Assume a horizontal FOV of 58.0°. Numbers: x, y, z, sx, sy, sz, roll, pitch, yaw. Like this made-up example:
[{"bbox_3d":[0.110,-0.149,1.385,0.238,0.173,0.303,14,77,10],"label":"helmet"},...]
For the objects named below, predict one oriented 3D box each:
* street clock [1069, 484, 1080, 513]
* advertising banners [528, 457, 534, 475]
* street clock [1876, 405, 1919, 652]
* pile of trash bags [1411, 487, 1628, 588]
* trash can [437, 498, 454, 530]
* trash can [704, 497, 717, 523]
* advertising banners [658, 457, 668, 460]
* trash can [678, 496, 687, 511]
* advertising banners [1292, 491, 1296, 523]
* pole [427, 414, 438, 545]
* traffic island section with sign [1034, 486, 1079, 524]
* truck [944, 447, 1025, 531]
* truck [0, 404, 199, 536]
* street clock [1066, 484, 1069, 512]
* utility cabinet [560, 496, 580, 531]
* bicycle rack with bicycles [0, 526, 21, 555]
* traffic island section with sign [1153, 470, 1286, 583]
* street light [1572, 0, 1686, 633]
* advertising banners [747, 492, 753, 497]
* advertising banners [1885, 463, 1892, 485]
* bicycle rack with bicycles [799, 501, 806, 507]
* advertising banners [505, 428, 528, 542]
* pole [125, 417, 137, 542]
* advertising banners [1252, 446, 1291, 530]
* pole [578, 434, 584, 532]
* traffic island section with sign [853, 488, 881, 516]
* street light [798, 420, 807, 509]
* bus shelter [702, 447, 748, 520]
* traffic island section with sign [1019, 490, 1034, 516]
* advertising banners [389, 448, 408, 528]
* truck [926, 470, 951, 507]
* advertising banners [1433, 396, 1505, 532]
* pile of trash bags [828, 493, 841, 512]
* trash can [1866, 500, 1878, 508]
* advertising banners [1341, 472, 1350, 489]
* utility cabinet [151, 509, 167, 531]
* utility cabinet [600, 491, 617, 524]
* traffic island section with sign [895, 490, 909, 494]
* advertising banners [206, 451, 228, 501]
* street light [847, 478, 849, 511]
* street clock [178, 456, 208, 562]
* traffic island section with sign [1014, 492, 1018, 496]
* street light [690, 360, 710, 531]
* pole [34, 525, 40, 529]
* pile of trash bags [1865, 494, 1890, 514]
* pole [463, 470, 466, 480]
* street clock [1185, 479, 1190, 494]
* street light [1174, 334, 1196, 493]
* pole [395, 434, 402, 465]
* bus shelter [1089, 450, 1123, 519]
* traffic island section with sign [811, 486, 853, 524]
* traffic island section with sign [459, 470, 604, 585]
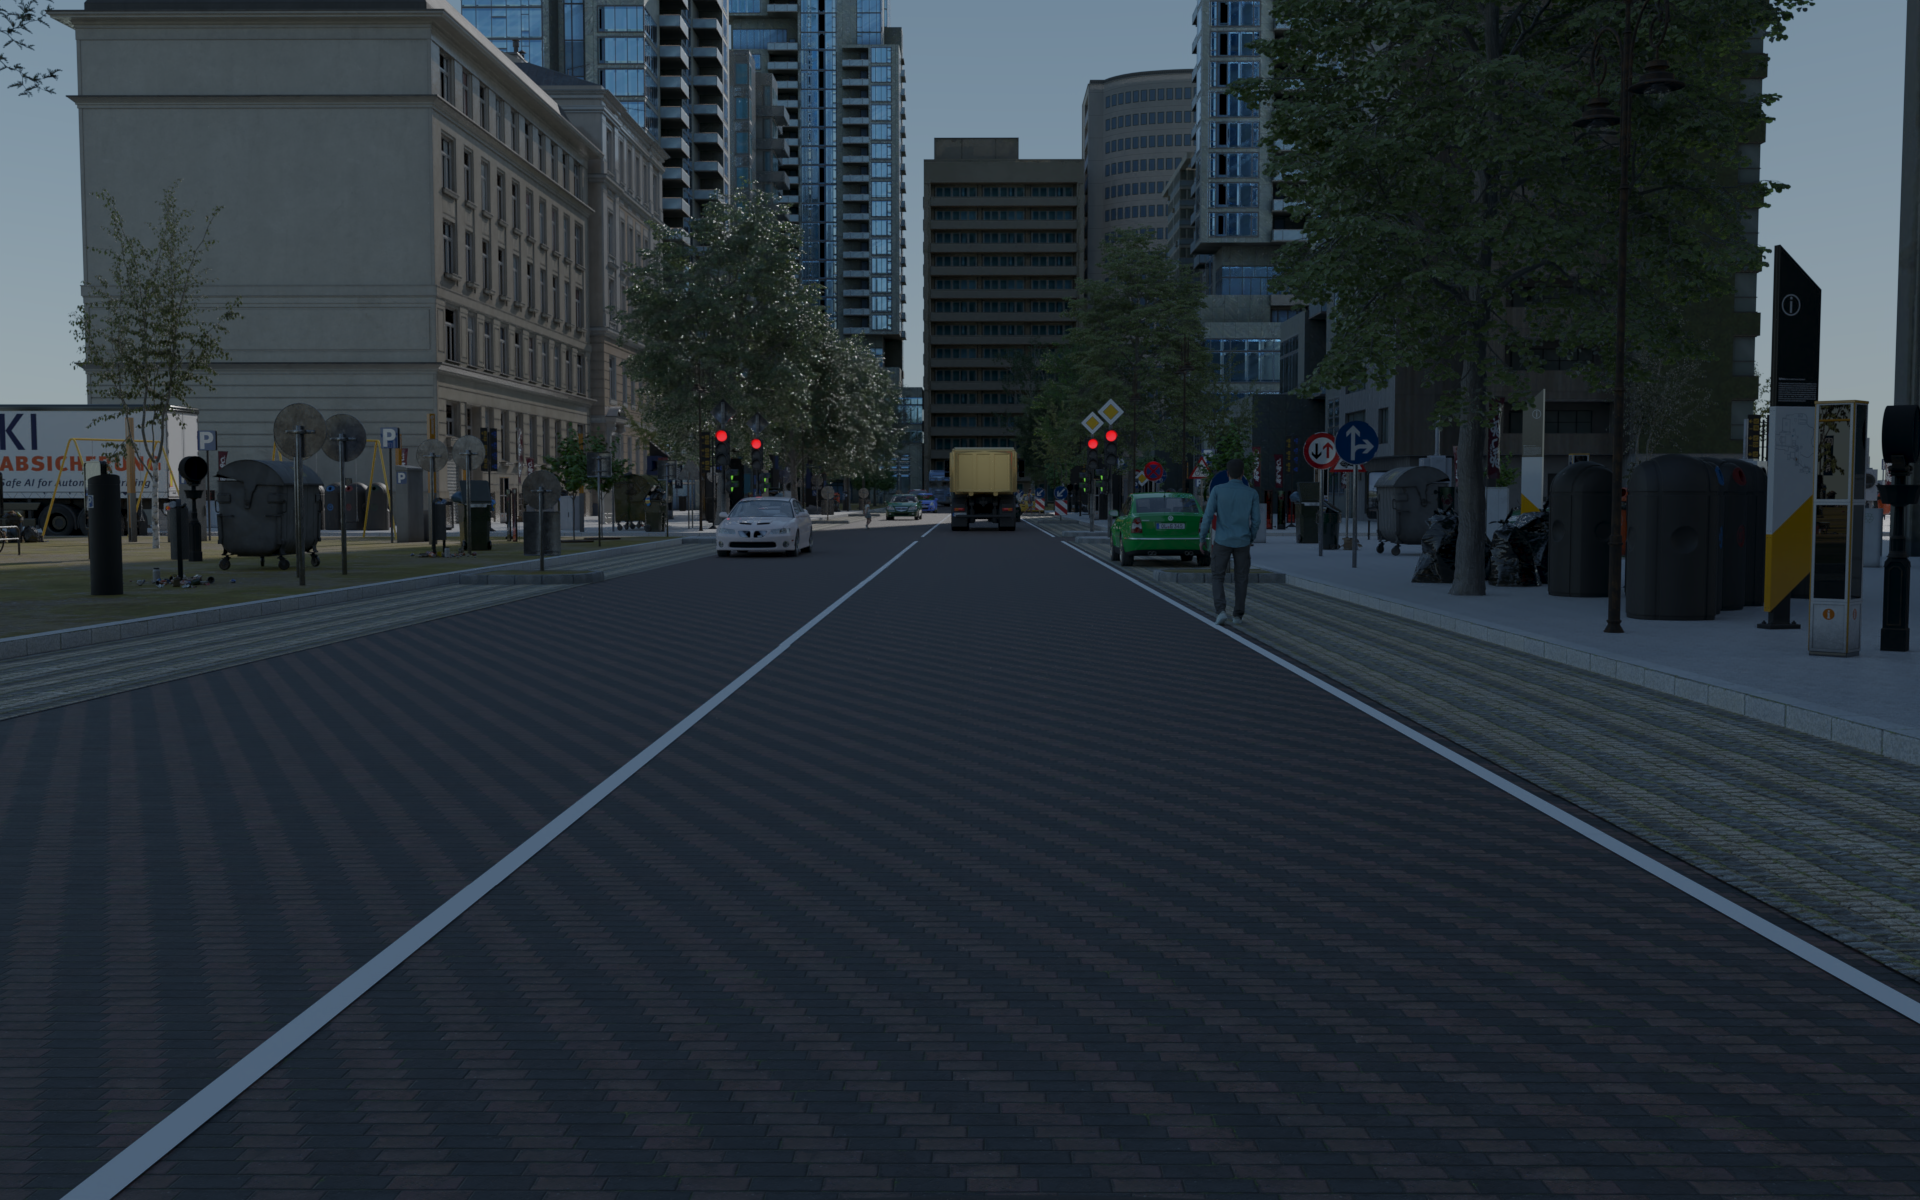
[{"bbox_3d":[7.998,-7.004,119.084,0.471,2.002,0.358,-2,4,-33],"label":"street clock"},{"bbox_3d":[-19.864,-5.280,82.508,0.090,3.025,2.074,3,4,37],"label":"advertising banners"},{"bbox_3d":[7.658,-0.585,14.130,0.358,2.002,0.471,3,4,37],"label":"street clock"},{"bbox_3d":[8.101,-0.908,24.591,1.912,1.369,3.447,-3,4,-39],"label":"pile of trash bags"},{"bbox_3d":[-18.282,-3.047,61.479,0.748,1.137,0.748,0,3,0],"label":"trash can"},{"bbox_3d":[-11.023,-4.014,77.287,0.748,1.137,0.748,0,3,0],"label":"trash can"},{"bbox_3d":[-14.856,-5.283,82.565,2.074,3.025,0.090,1,4,15],"label":"advertising banners"},{"bbox_3d":[-20.601,-7.155,128.645,0.748,1.137,0.748,0,3,0],"label":"trash can"},{"bbox_3d":[14.624,-4.903,76.358,2.074,3.025,0.090,-2,4,-29],"label":"advertising banners"},{"bbox_3d":[-13.404,-3.066,43.973,0.158,3.312,0.155,0,3,0],"label":"pole"},{"bbox_3d":[4.766,-4.625,84.249,1.989,1.847,2.006,0,4,1],"label":"traffic island section with sign"},{"bbox_3d":[0.980,-4.576,70.747,3.469,3.379,9.791,0,4,1],"label":"truck"},{"bbox_3d":[-30.345,-4.053,55.178,11.283,4.237,2.839,0,4,-1],"label":"truck"},{"bbox_3d":[7.682,-7.123,121.027,0.471,2.002,0.358,-1,4,-8],"label":"street clock"},{"bbox_3d":[-13.826,-3.070,61.355,0.306,1.237,1.020,-3,4,-38],"label":"utility cabinet"},{"bbox_3d":[-20.811,-1.344,35.350,2.852,0.926,2.925,0,4,4],"label":"bicycle rack with bicycles"},{"bbox_3d":[4.236,-1.224,28.642,1.989,1.847,2.006,0,4,1],"label":"traffic island section with sign"},{"bbox_3d":[6.060,-2.635,15.874,0.468,5.910,1.993,0,4,1],"label":"street light"},{"bbox_3d":[-15.274,-8.328,132.350,2.074,3.025,0.090,0,4,4],"label":"advertising banners"},{"bbox_3d":[36.023,-4.258,65.809,2.074,3.025,0.090,0,4,-3],"label":"advertising banners"},{"bbox_3d":[-12.371,-7.219,131.413,2.925,0.926,2.852,-3,5,-44],"label":"bicycle rack with bicycles"},{"bbox_3d":[-11.989,-3.081,46.569,0.090,3.025,2.074,-2,4,-26],"label":"advertising banners"},{"bbox_3d":[-22.094,-3.200,46.163,0.158,3.312,0.155,0,3,0],"label":"pole"},{"bbox_3d":[11.241,-4.084,62.954,0.090,3.025,2.074,-2,4,-28],"label":"advertising banners"},{"bbox_3d":[-12.764,-3.948,58.390,0.158,3.312,0.155,0,3,0],"label":"pole"},{"bbox_3d":[-6.110,-6.253,110.860,1.989,1.847,2.006,0,4,1],"label":"traffic island section with sign"},{"bbox_3d":[-8.493,-7.397,93.723,0.468,5.910,1.993,0,4,1],"label":"street light"},{"bbox_3d":[-11.808,-5.887,87.529,1.731,3.624,6.357,0,4,1],"label":"bus shelter"},{"bbox_3d":[5.010,-6.300,111.637,1.989,1.847,2.006,0,4,1],"label":"traffic island section with sign"},{"bbox_3d":[-21.981,-4.281,66.176,2.074,3.025,0.090,1,4,15],"label":"advertising banners"},{"bbox_3d":[-2.395,-12.917,200.949,2.967,4.110,18.799,0,4,-1],"label":"truck"},{"bbox_3d":[8.995,-2.099,30.514,2.074,3.025,0.090,-3,5,-40],"label":"advertising banners"},{"bbox_3d":[-9.431,-7.023,124.574,1.912,1.369,3.447,1,4,18],"label":"pile of trash bags"},{"bbox_3d":[48.567,-4.928,92.221,0.748,1.137,0.748,0,3,0],"label":"trash can"},{"bbox_3d":[19.531,-5.406,84.570,2.074,3.025,0.090,1,4,21],"label":"advertising banners"},{"bbox_3d":[-27.212,-3.121,59.711,1.173,1.500,0.318,-3,4,-38],"label":"utility cabinet"},{"bbox_3d":[-14.943,-3.963,73.471,0.318,1.500,1.173,1,4,15],"label":"utility cabinet"},{"bbox_3d":[-5.629,-9.355,161.576,1.989,1.847,2.006,0,4,1],"label":"traffic island section with sign"},{"bbox_3d":[-30.193,-4.493,69.640,0.090,3.025,2.074,1,4,23],"label":"advertising banners"},{"bbox_3d":[-8.265,-9.472,127.650,0.468,5.910,1.993,0,4,1],"label":"street light"},{"bbox_3d":[-14.555,-1.734,32.919,0.358,2.002,0.471,3,5,39],"label":"street clock"},{"bbox_3d":[5.738,-10.969,187.971,1.989,1.847,2.006,0,4,1],"label":"traffic island section with sign"},{"bbox_3d":[-8.971,-5.322,59.798,0.468,5.910,1.993,0,4,1],"label":"street light"},{"bbox_3d":[-33.760,-4.244,63.239,0.158,3.312,0.155,0,3,0],"label":"pole"},{"bbox_3d":[36.890,-3.747,71.009,3.447,1.369,1.912,-2,4,-24],"label":"pile of trash bags"},{"bbox_3d":[-19.424,-4.538,68.037,0.158,3.312,0.155,0,3,0],"label":"pole"},{"bbox_3d":[10.675,-4.717,81.694,0.358,2.002,0.471,0,4,1],"label":"street clock"},{"bbox_3d":[6.486,-4.729,50.114,0.468,5.910,1.993,0,4,1],"label":"street light"},{"bbox_3d":[-19.154,-3.994,59.146,0.158,3.312,0.155,0,3,0],"label":"pole"},{"bbox_3d":[7.401,-6.026,89.802,1.731,3.624,6.357,0,4,1],"label":"bus shelter"},{"bbox_3d":[-6.356,-4.596,83.765,1.989,1.847,2.006,0,4,1],"label":"traffic island section with sign"},{"bbox_3d":[-6.887,-1.196,28.177,1.989,1.847,2.006,0,4,1],"label":"traffic island section with sign"}]
